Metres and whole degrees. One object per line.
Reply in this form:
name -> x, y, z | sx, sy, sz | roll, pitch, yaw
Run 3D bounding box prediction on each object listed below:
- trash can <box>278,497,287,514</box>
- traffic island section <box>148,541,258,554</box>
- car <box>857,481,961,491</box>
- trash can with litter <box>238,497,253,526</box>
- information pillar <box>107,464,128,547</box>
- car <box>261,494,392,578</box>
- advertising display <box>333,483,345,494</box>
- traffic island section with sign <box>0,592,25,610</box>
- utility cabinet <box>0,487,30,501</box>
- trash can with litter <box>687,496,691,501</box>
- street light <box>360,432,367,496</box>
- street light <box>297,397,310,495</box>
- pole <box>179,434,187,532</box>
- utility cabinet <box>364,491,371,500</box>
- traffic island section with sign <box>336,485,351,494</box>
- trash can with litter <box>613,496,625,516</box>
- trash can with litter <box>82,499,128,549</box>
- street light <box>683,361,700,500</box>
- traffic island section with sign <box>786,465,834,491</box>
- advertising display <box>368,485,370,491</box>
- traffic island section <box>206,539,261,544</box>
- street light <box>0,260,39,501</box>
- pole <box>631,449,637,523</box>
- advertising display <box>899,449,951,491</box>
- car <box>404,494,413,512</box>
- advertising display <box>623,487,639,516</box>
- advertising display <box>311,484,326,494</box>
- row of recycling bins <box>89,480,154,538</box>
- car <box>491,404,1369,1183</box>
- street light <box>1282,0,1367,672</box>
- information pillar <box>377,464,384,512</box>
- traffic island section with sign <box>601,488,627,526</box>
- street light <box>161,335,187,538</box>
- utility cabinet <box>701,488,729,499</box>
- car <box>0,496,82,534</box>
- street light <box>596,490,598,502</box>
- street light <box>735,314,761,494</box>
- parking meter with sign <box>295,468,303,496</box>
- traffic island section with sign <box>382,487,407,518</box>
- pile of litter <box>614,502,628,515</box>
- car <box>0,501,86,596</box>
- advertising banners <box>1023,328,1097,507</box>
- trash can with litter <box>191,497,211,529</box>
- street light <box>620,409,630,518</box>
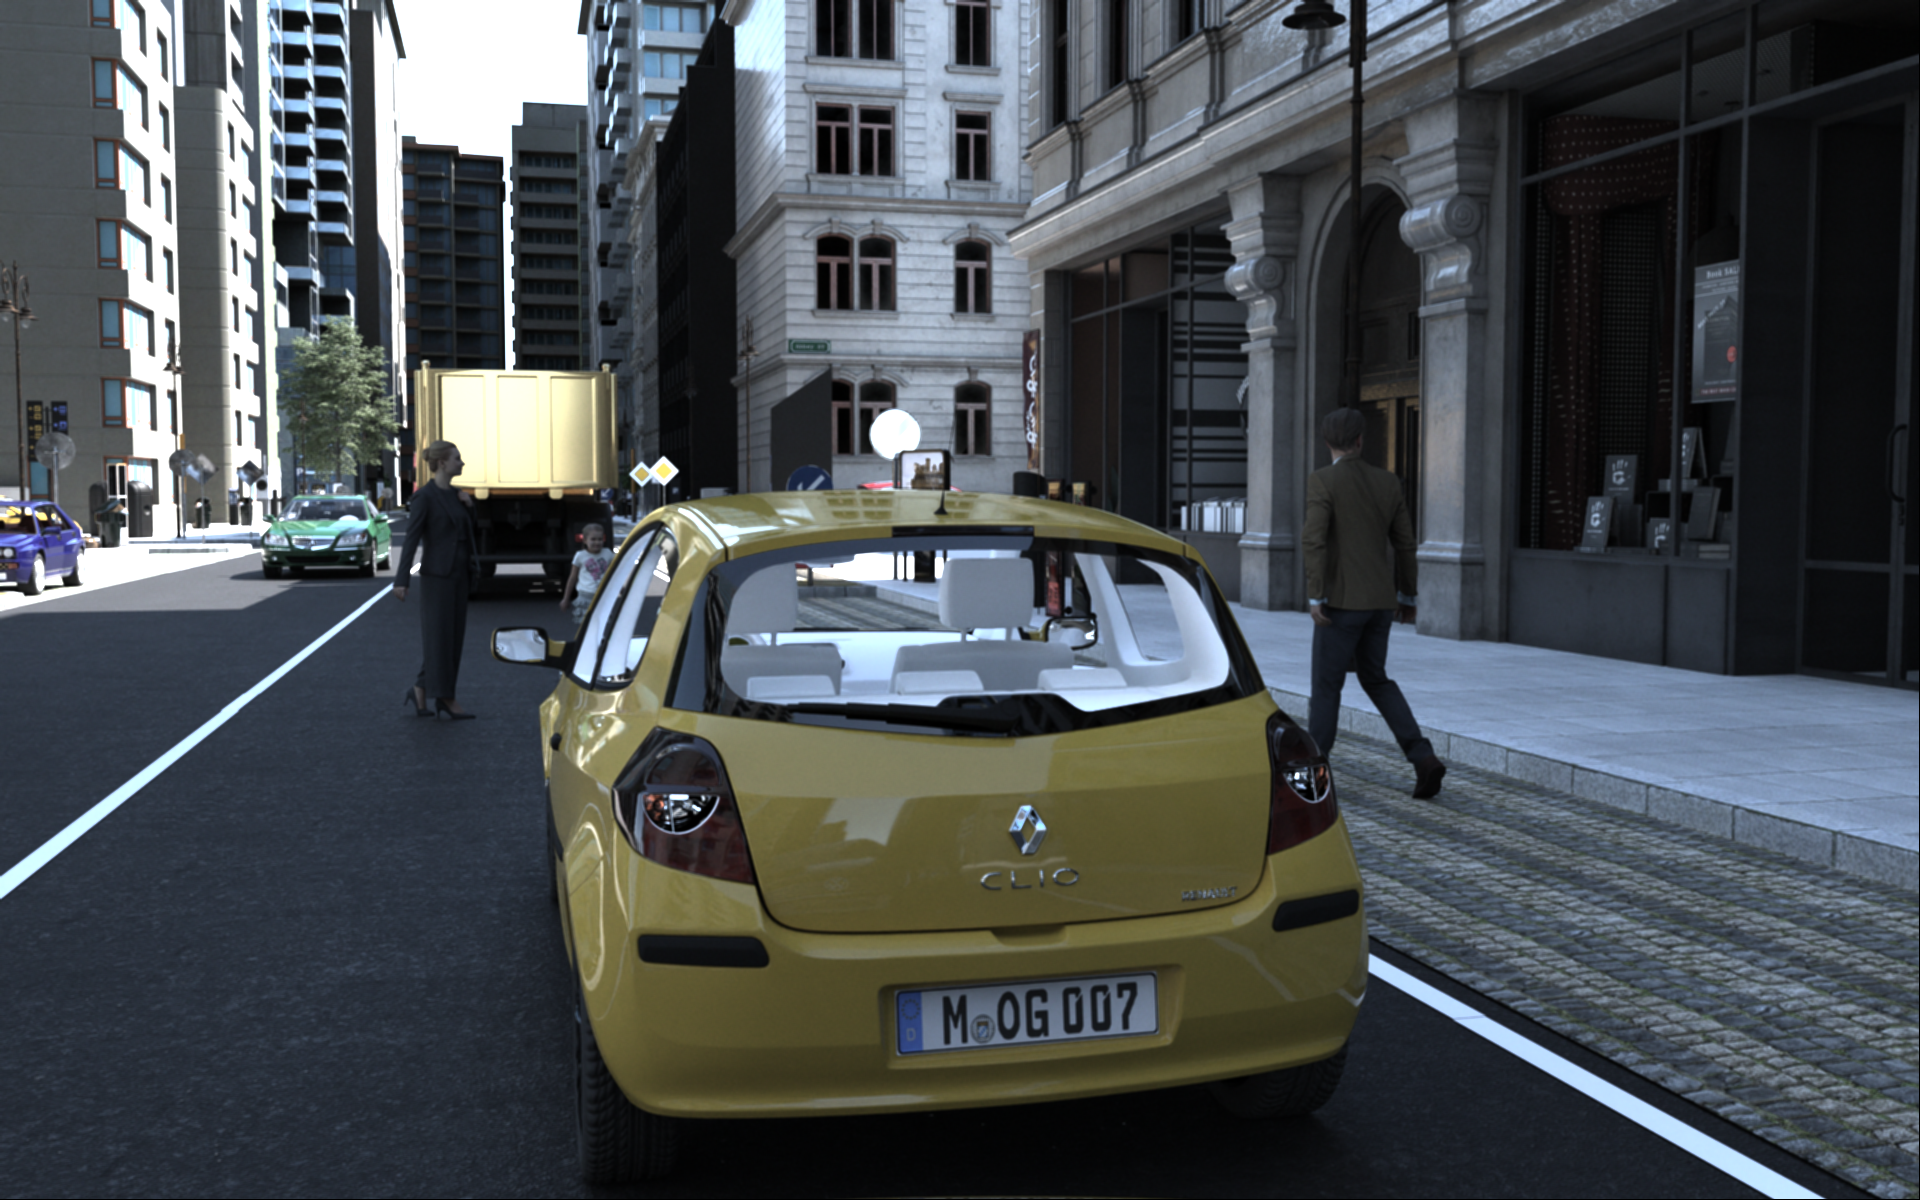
trash can -> -36.116, -4.915, 92.006 | 0.748, 1.137, 0.748 | 0, 3, 0
traffic island section -> -18.682, -1.251, 42.740 | 2.009, 0.180, 2.903 | -1, 4, -14
car -> -0.814, -2.540, 50.208 | 5.304, 1.827, 2.281 | -1, 4, -16
trash can with litter -> -28.547, -3.527, 69.056 | 0.624, 1.170, 1.055 | -2, 4, -32
information pillar -> -20.450, -2.297, 42.049 | 0.304, 2.012, 0.304 | 1, 4, 16
car -> -11.377, -1.193, 31.302 | 2.131, 1.459, 4.920 | -1, 4, -13
advertising display -> -35.485, -5.734, 98.961 | 0.974, 1.923, 0.123 | 2, 4, 35
traffic island section with sign -> -12.899, -0.792, 21.582 | 1.989, 1.847, 2.006 | -1, 4, -14
utility cabinet -> -29.752, -2.784, 54.197 | 1.173, 1.500, 0.318 | 0, 4, 1
trash can with litter -> -10.941, -3.587, 69.698 | 1.678, 1.210, 2.233 | -1, 4, -12
street light -> -39.525, -8.697, 114.989 | 0.468, 5.910, 1.993 | -1, 4, -14
street light -> -31.234, -6.706, 82.430 | 0.468, 5.910, 1.993 | -1, 4, -14
pole -> -26.251, -3.955, 58.513 | 0.158, 3.312, 0.155 | 0, 3, 0
utility cabinet -> -41.079, -6.819, 120.166 | 0.318, 1.500, 1.173 | -1, 4, -9
traffic island section with sign -> -26.810, -4.088, 75.461 | 1.989, 1.847, 2.006 | -1, 4, -14
trash can with litter -> -19.725, -5.398, 99.652 | 1.055, 1.170, 0.624 | -1, 4, -19
trash can with litter -> -20.114, -1.785, 40.580 | 0.624, 1.170, 1.055 | 2, 4, 28
street light -> -9.307, -5.340, 60.096 | 0.468, 5.910, 1.993 | -1, 4, -14
traffic island section with sign -> -2.351, -0.978, 24.613 | 1.989, 1.847, 2.006 | -1, 4, -14
advertising display -> -41.505, -7.123, 121.676 | 0.123, 1.923, 0.974 | -1, 4, -17
traffic island section -> -20.680, -1.724, 50.472 | 2.009, 0.180, 2.903 | -1, 4, -14
street light -> -18.657, -3.766, 34.366 | 0.468, 5.910, 1.993 | -1, 4, -14
pole -> -14.638, -5.128, 77.685 | 0.158, 3.312, 0.155 | 0, 3, 0
advertising display -> -0.513, -1.216, 25.095 | 0.123, 1.923, 0.974 | -3, 5, -44
car -> -42.993, -7.801, 137.334 | 2.009, 1.686, 4.222 | -1, 4, -14
advertising display -> -19.647, -6.003, 103.365 | 0.974, 1.923, 0.123 | 1, 4, 19
advertising display -> -42.103, -6.636, 113.716 | 0.123, 1.923, 0.974 | 3, 4, 37
row of recycling bins -> -24.994, -2.714, 51.494 | 1.069, 1.692, 3.534 | -3, 5, -43
car -> -0.359, 0.309, 5.176 | 2.015, 1.641, 3.980 | -1, 4, -15
street light -> 2.821, -2.421, 12.368 | 0.468, 5.910, 1.993 | -1, 4, -14
information pillar -> -41.056, -8.032, 122.676 | 0.504, 3.616, 0.183 | -3, 5, -44
traffic island section with sign -> -15.907, -4.188, 77.101 | 1.989, 1.847, 2.006 | -1, 4, -14
street light -> -22.819, -4.748, 50.417 | 0.468, 5.910, 1.993 | -1, 4, -14
utility cabinet -> -8.938, -3.326, 63.052 | 1.173, 1.500, 0.318 | 3, 4, 39
car -> -24.512, -2.062, 43.940 | 3.980, 1.641, 2.015 | -1, 4, -15
street light -> -26.297, -9.328, 125.304 | 0.468, 5.910, 1.993 | -1, 4, -14
street light -> -5.465, -4.399, 44.717 | 0.468, 5.910, 1.993 | -1, 4, -14
parking meter with sign -> -43.288, -7.182, 113.681 | 0.543, 3.016, 1.738 | -1, 4, -21
traffic island section with sign -> -33.687, -5.716, 102.089 | 1.989, 1.847, 2.006 | -1, 4, -14
pile of litter -> -20.622, -5.564, 104.930 | 1.719, 0.858, 1.176 | 1, 4, 18
car -> -14.046, -0.775, 25.251 | 1.945, 1.354, 3.894 | -1, 4, -15
advertising banners -> 0.995, -1.326, 17.874 | 0.090, 3.025, 2.074 | -1, 4, -17
trash can with litter -> -27.732, -3.162, 63.093 | 1.055, 1.170, 0.624 | 3, 5, 42
street light -> -17.884, -7.327, 92.578 | 0.468, 5.910, 1.993 | -1, 4, -14
